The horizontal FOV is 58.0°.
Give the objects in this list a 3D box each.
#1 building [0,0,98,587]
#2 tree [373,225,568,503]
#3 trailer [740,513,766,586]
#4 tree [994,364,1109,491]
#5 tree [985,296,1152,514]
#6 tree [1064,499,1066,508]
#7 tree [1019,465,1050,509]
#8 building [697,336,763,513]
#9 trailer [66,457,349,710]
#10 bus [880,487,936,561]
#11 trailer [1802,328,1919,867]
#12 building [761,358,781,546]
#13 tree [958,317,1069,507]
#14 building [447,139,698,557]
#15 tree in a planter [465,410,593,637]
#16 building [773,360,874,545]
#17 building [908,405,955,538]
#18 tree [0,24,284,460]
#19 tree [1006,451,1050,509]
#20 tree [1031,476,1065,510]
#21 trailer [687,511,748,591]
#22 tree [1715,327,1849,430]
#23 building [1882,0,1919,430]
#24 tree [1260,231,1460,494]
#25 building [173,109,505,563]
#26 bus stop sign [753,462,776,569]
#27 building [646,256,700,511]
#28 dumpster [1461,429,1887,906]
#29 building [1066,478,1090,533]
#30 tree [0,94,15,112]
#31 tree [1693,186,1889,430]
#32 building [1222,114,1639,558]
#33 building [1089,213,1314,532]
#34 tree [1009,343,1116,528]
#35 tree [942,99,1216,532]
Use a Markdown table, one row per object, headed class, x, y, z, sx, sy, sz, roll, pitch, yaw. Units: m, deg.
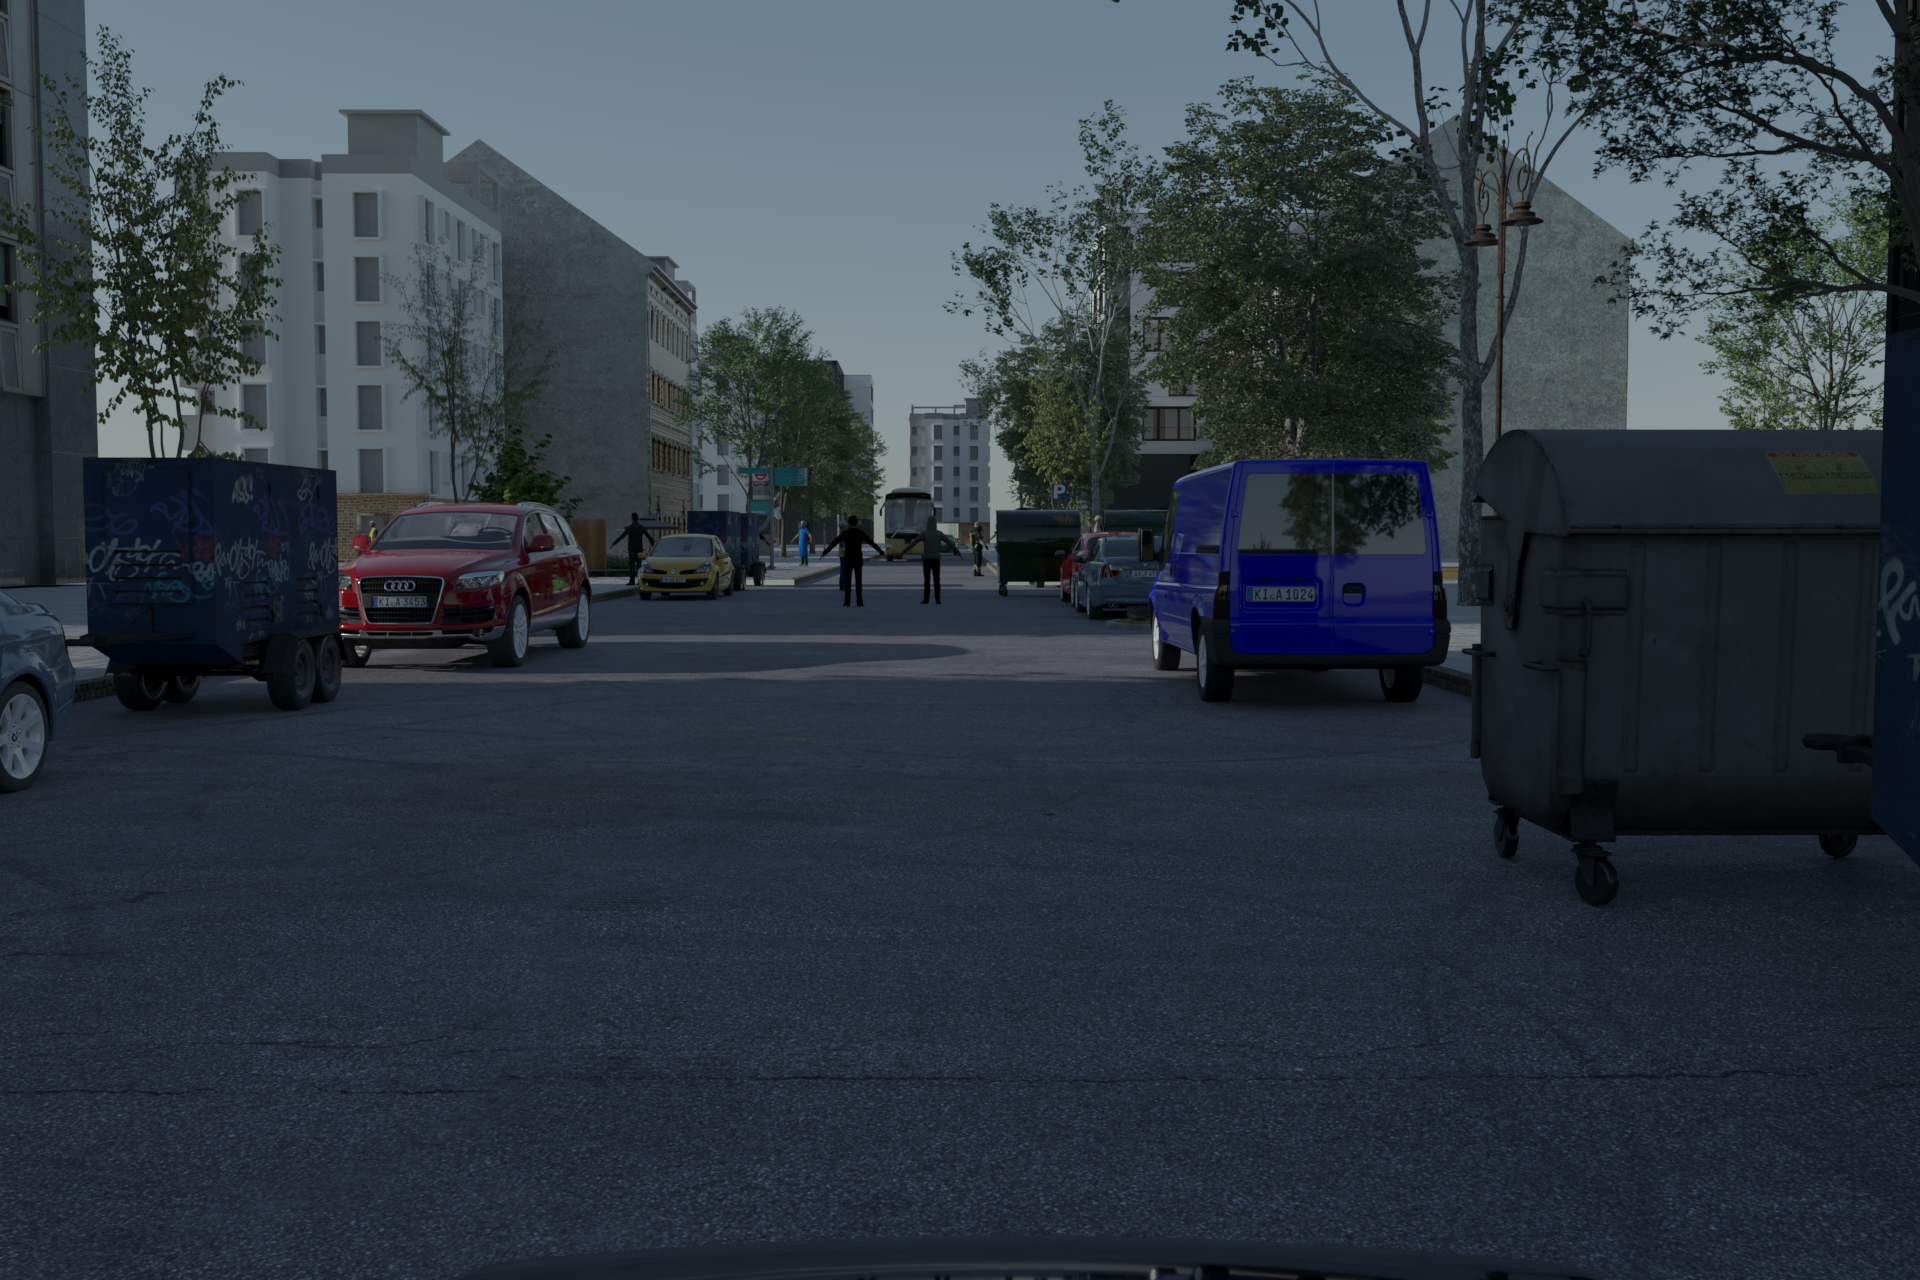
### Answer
| class | x | y | z | sx | sy | sz | roll | pitch | yaw |
| --- | --- | --- | --- | --- | --- | --- | --- | --- | --- |
| building | -27.921 | -13.220 | 33.402 | 12.078 | 24.872 | 19.932 | 0 | 4 | 1 |
| tree | -12.492 | -5.617 | 42.201 | 4.360 | 8.622 | 3.978 | 0 | 3 | 0 |
| trailer | -6.208 | -2.477 | 47.544 | 1.471 | 1.999 | 3.904 | 0 | 3 | 0 |
| tree | 5.688 | -10.961 | 104.975 | 9.928 | 11.665 | 9.643 | 0 | 3 | 0 |
| tree | 6.040 | -11.488 | 94.484 | 9.857 | 13.997 | 8.962 | 0 | 3 | 0 |
| tree | 15.226 | -23.750 | 244.206 | 12.611 | 20.169 | 13.585 | 0 | 3 | 0 |
| tree | 5.665 | -10.561 | 123.040 | 4.360 | 8.622 | 3.978 | 0 | 3 | 0 |
| building | -25.390 | -18.951 | 166.275 | 16.016 | 20.090 | 11.380 | 0 | 4 | 0 |
| trailer | -6.046 | -0.404 | 13.654 | 1.471 | 1.999 | 3.904 | 0 | 4 | -1 |
| bus | -2.691 | -6.296 | 94.491 | 2.896 | 3.916 | 12.252 | 0 | 4 | 0 |
| trailer | 3.147 | 0.168 | 4.299 | 1.471 | 1.999 | 3.904 | 0 | 4 | -1 |
| building | -25.202 | -19.966 | 182.867 | 16.016 | 20.090 | 11.380 | 0 | 4 | -1 |
| tree | 5.800 | -18.144 | 152.548 | 12.611 | 20.169 | 13.585 | 0 | 3 | 0 |
| building | -26.926 | -16.821 | 105.952 | 19.493 | 23.208 | 18.063 | 0 | 4 | -1 |
| tree in a planter | -6.418 | -1.700 | 25.023 | 1.991 | 3.239 | 1.994 | 0 | 4 | 0 |
| building | -25.282 | -22.977 | 219.649 | 27.936 | 21.610 | 32.646 | 0 | 4 | -1 |
| building | -6.969 | -23.570 | 244.247 | 11.380 | 20.090 | 16.016 | 0 | 4 | -2 |
| tree | -11.826 | -4.599 | 25.563 | 4.737 | 8.622 | 4.395 | 0 | 3 | 0 |
| tree | 5.923 | -11.643 | 140.723 | 4.737 | 8.622 | 4.395 | 0 | 3 | 0 |
| tree | 5.234 | -9.920 | 112.561 | 4.360 | 8.622 | 3.978 | 0 | 3 | 0 |
| trailer | -6.198 | -2.209 | 43.168 | 1.471 | 1.999 | 3.904 | 0 | 3 | 0 |
| tree | 28.412 | -6.728 | 60.370 | 4.737 | 8.622 | 4.395 | 0 | 3 | 0 |
| building | 26.294 | -12.281 | 29.463 | 12.332 | 23.479 | 15.834 | 0 | 4 | 0 |
| tree | 14.676 | -9.001 | 65.298 | 7.486 | 12.596 | 7.792 | 0 | 3 | 0 |
| building | -28.991 | -13.591 | 78.626 | 16.016 | 20.090 | 11.380 | 0 | 4 | 0 |
| bus stop sign | -7.275 | -4.636 | 64.501 | 0.855 | 3.939 | 0.416 | 0 | 4 | 0 |
| building | -24.827 | -16.071 | 119.177 | 16.016 | 20.090 | 11.380 | 0 | 4 | 0 |
| dumpster | 3.139 | 0.065 | 7.147 | 1.865 | 1.857 | 1.264 | 0 | 4 | -1 |
| building | 23.343 | -23.826 | 220.480 | 19.493 | 23.208 | 18.063 | 0 | 3 | 0 |
| tree | -12.012 | -6.529 | 13.410 | 9.857 | 13.997 | 8.962 | 0 | 3 | 0 |
| tree | 25.951 | -7.728 | 52.102 | 9.928 | 11.665 | 9.643 | 0 | 3 | 0 |
| building | 25.898 | -16.468 | 100.181 | 19.493 | 23.208 | 18.063 | 0 | 4 | 0 |
| building | 23.269 | -17.293 | 126.719 | 27.936 | 21.610 | 32.646 | 0 | 4 | 0 |
| tree | 3.794 | -7.097 | 66.400 | 4.737 | 8.622 | 4.395 | 0 | 3 | 0 |
| tree | 5.559 | -13.611 | 78.423 | 12.611 | 20.169 | 13.585 | 0 | 3 | 0 |
